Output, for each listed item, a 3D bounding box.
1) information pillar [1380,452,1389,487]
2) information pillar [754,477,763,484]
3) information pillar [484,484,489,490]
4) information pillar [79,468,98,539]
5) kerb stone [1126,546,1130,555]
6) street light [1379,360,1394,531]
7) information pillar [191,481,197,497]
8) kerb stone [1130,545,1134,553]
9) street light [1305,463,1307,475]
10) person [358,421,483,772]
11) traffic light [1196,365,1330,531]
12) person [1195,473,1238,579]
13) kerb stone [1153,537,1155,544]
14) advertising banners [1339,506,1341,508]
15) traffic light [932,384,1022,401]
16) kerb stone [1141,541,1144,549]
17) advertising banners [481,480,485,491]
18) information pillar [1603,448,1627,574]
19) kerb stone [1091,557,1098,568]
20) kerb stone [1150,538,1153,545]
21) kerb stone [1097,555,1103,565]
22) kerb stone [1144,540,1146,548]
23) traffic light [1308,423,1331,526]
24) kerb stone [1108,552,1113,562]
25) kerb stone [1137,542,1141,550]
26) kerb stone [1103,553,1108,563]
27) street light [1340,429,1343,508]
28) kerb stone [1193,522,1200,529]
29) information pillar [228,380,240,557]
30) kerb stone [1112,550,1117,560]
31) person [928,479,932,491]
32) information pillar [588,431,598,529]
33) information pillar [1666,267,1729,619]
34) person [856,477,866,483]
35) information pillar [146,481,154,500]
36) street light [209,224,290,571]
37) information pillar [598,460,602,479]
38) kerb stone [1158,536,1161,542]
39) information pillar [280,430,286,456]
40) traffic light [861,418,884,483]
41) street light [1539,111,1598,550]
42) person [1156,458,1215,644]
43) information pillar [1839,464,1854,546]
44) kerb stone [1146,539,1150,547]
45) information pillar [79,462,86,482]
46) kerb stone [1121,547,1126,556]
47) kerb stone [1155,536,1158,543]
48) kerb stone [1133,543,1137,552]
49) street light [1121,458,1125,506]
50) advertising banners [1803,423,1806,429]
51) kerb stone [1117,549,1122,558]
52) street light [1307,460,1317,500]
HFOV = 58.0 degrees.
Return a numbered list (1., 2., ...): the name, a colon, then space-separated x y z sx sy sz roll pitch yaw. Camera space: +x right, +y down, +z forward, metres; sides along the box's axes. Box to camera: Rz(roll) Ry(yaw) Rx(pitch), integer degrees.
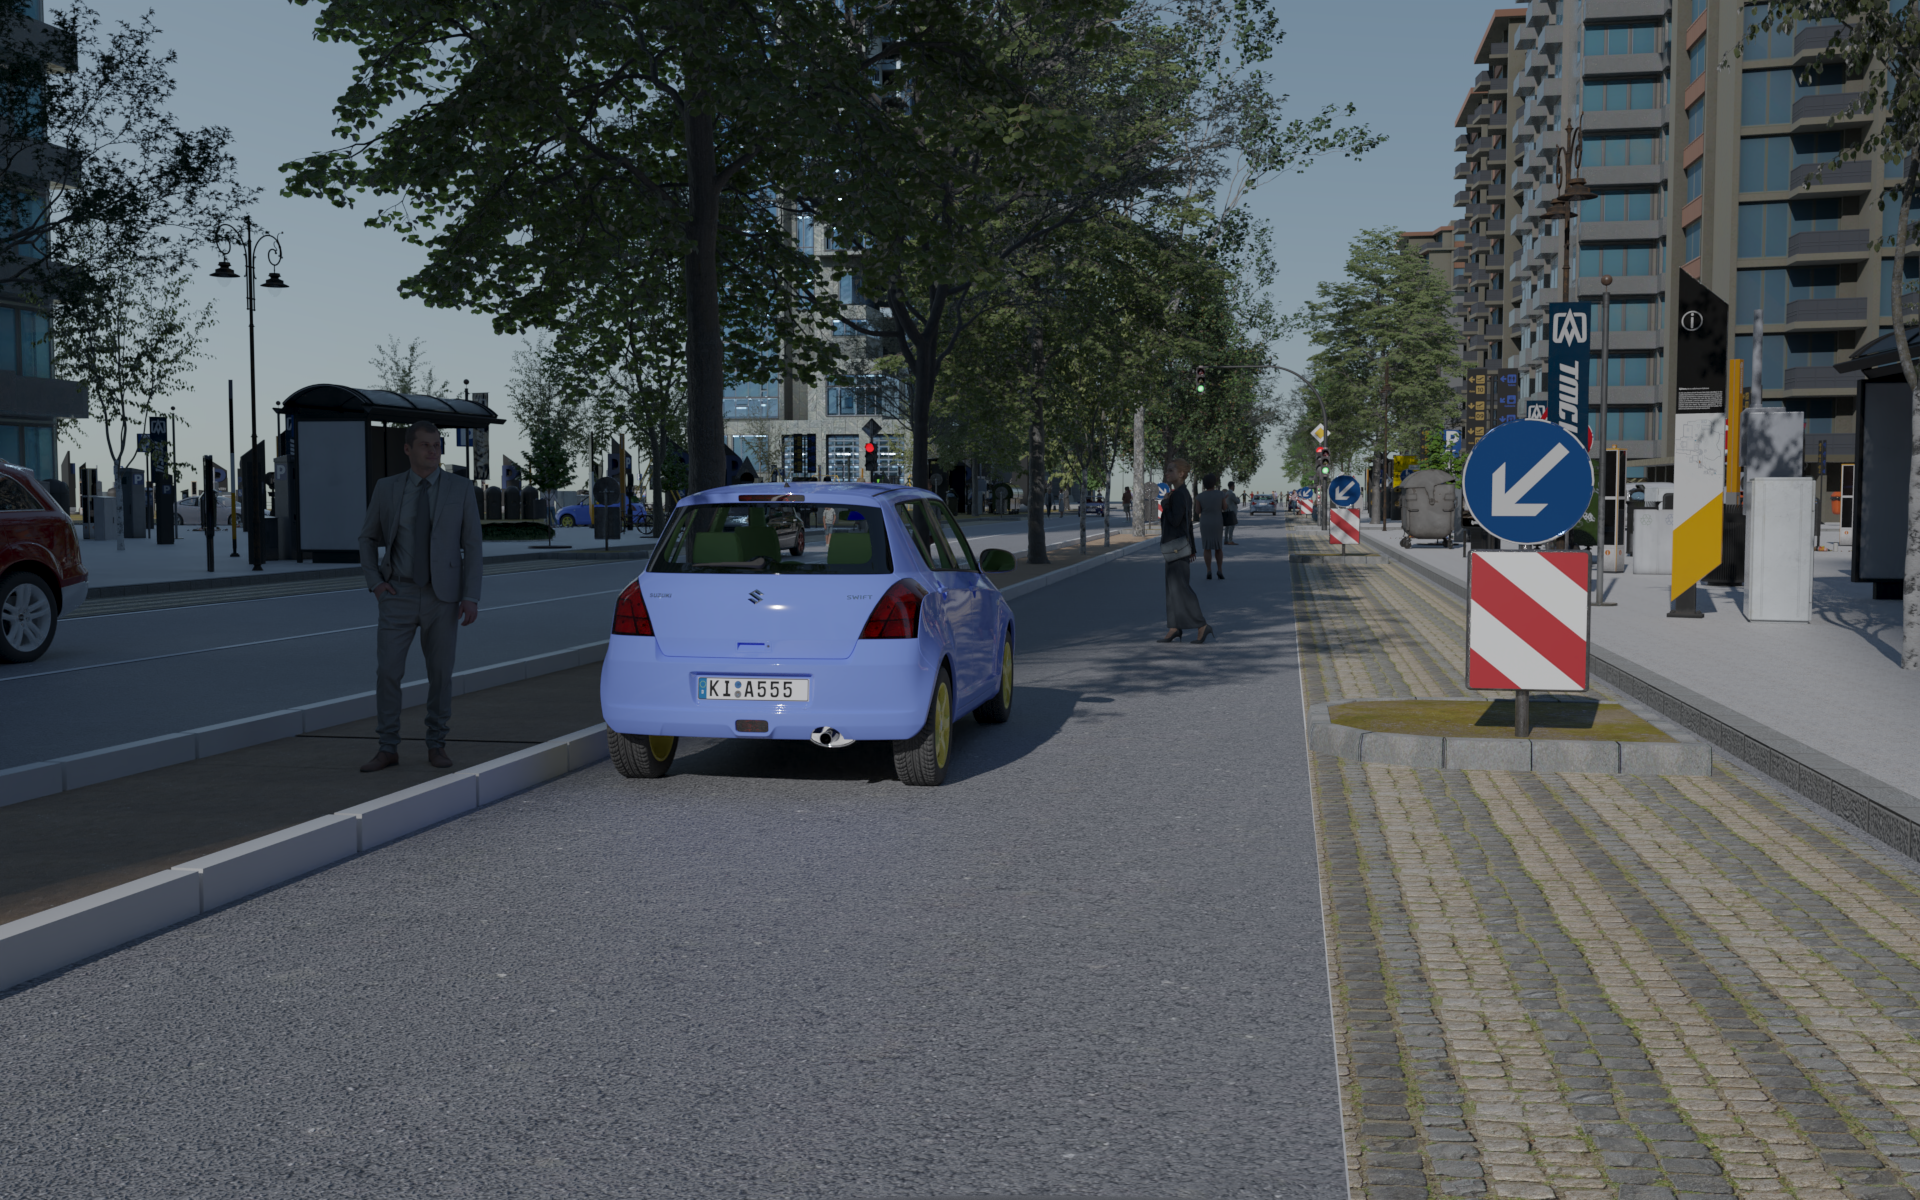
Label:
1. information pillar: 23.181 -6.326 94.787 0.504 3.616 0.183 0 4 -2
2. information pillar: -8.534 -4.216 73.423 0.304 2.012 0.304 3 5 44
3. information pillar: -35.314 -7.624 129.149 0.304 2.012 0.304 -2 4 -28
4. information pillar: -24.684 -2.731 49.139 0.304 2.012 0.304 2 4 30
5. kerb stone: 3.842 -1.133 40.728 0.120 0.150 1.000 1 4 11
6. street light: 14.692 -5.319 59.761 0.468 5.910 1.993 1 4 11
7. information pillar: -43.914 -5.802 99.349 0.304 2.012 0.304 -2 4 -24
8. kerb stone: 4.022 -1.195 41.734 0.120 0.150 1.000 1 4 11
9. street light: 52.032 -17.577 260.165 0.468 5.910 1.993 1 4 11
10. person: -2.825 -0.029 9.066 0.635 1.810 0.391 -1 4 -19
11. traffic light: 10.725 -5.286 61.098 4.771 5.953 1.251 1 4 11
12. person: 4.317 -1.240 29.136 0.716 1.782 0.532 0 4 8
13. kerb stone: 5.332 -1.626 48.797 0.120 0.150 1.000 1 4 11
14. advertising banners: 23.436 -6.751 106.560 0.090 3.025 2.074 1 4 17
15. traffic light: 0.294 -5.911 71.319 4.771 5.953 1.251 1 4 11
16. kerb stone: 4.583 -1.380 44.762 0.120 0.150 1.000 1 4 11
17. advertising banners: -41.897 -9.440 150.527 0.090 3.025 2.074 2 4 30
18. information pillar: 10.566 -1.440 28.039 0.304 2.012 0.304 -3 5 -44
19. kerb stone: 2.515 -0.701 33.658 0.120 0.150 1.000 1 4 11
20. kerb stone: 5.146 -1.565 47.788 0.120 0.150 1.000 1 4 11
21. kerb stone: 2.704 -0.762 34.677 0.120 0.150 1.000 1 4 11
22. kerb stone: 4.762 -1.442 45.768 0.120 0.150 1.000 1 4 11
23. traffic light: 14.261 -4.880 68.706 0.839 4.253 0.868 1 4 11
24. kerb stone: 3.083 -0.887 36.695 0.120 0.150 1.000 1 4 11
25. kerb stone: 4.397 -1.319 43.757 0.120 0.150 1.000 1 4 11
26. kerb stone: 2.887 -0.825 35.683 0.120 0.150 1.000 1 4 11
27. street light: 22.782 -7.974 103.167 0.468 5.910 1.993 1 4 11
28. kerb stone: 10.313 -3.251 75.494 0.120 0.150 1.000 1 4 11
29. information pillar: -14.825 -2.688 35.298 0.183 3.616 0.504 -1 4 -22
30. kerb stone: 3.264 -0.948 37.708 0.120 0.150 1.000 1 4 11
31. person: -0.680 -1.552 34.621 0.466 1.731 0.760 -3 5 -45
32. information pillar: -13.753 -4.481 64.626 0.183 3.616 0.504 -2 4 -24
33. information pillar: 7.609 -1.620 17.845 0.504 3.616 0.183 2 4 32
34. person: -2.122 -1.692 36.509 0.624 1.780 0.694 1 4 11
35. information pillar: -45.593 -5.688 97.491 0.304 2.012 0.304 2 4 34
36. street light: -11.773 -3.429 28.850 0.468 5.910 1.993 1 4 11
37. information pillar: -23.680 -7.397 112.291 0.504 3.616 0.183 -1 4 -15
38. kerb stone: 5.719 -1.743 50.805 0.120 0.150 1.000 1 4 11
39. information pillar: -21.565 -3.937 55.725 0.504 3.616 0.183 -1 4 -16
40. traffic light: -3.241 -4.581 63.817 0.839 4.253 0.868 1 4 11
41. street light: 7.486 -2.976 21.450 0.468 5.910 1.993 1 4 11
42. person: 2.152 -0.474 16.677 0.534 1.772 0.576 0 4 -7
43. information pillar: 21.818 -2.329 42.565 0.304 2.012 0.304 2 4 31
44. kerb stone: 4.957 -1.503 46.781 0.120 0.150 1.000 1 4 11
45. information pillar: -63.410 -8.190 125.262 0.504 3.616 0.183 -3 4 -37
46. kerb stone: 3.638 -1.069 39.718 0.120 0.150 1.000 1 4 11
47. kerb stone: 5.520 -1.686 49.802 0.120 0.150 1.000 1 4 11
48. kerb stone: 4.207 -1.257 42.739 0.120 0.150 1.000 1 4 11
49. street light: 17.501 -13.032 185.856 0.468 5.910 1.993 1 4 11
50. advertising banners: 19.658 -2.836 42.552 2.074 3.025 0.090 0 4 8
51. kerb stone: 3.460 -1.010 38.711 0.120 0.150 1.000 1 4 11
52. street light: 44.139 -14.943 217.109 0.468 5.910 1.993 1 4 11
